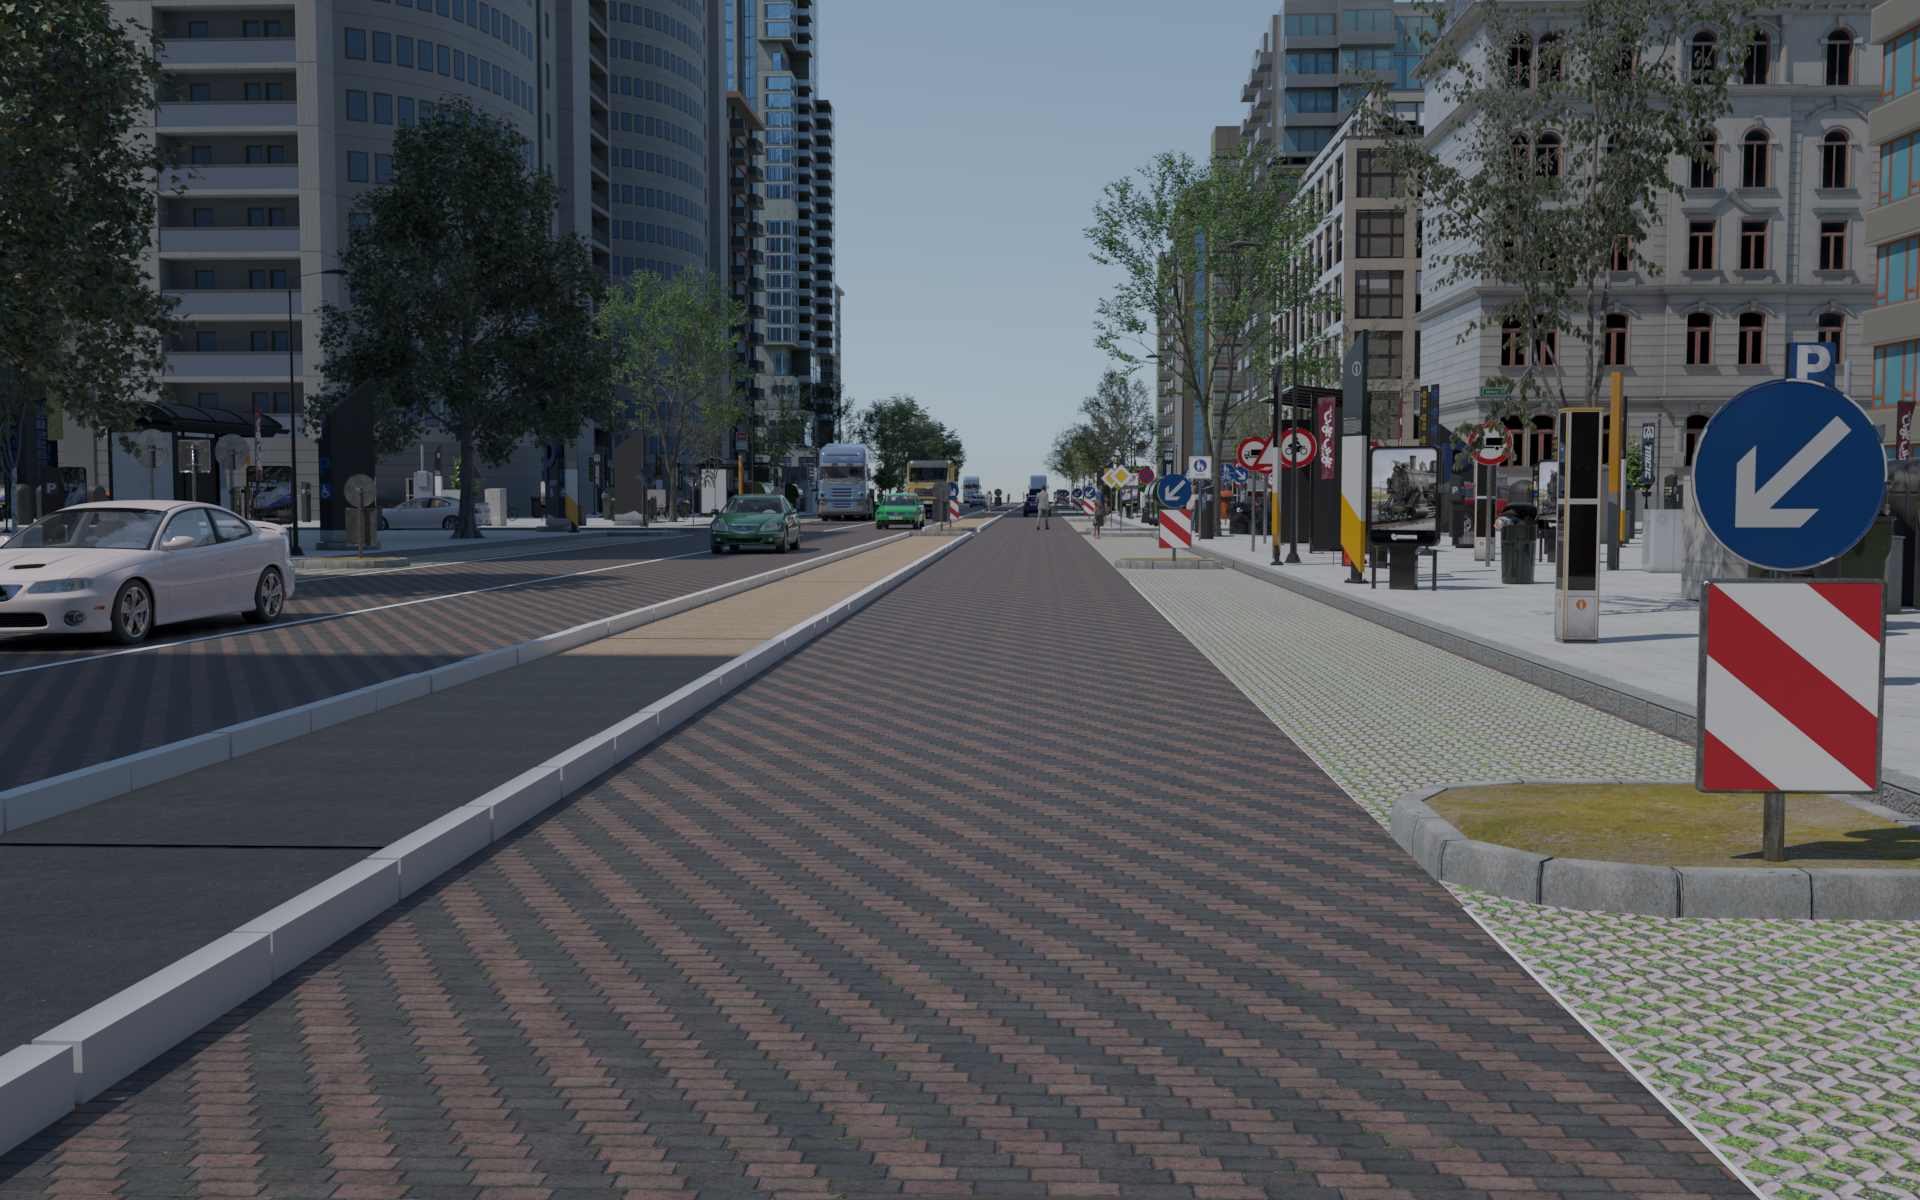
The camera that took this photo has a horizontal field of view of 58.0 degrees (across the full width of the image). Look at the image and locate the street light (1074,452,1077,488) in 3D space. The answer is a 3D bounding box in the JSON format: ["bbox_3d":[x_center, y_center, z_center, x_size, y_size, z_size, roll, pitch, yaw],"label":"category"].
[{"bbox_3d":[11.844,-11.795,165.389,1.470,5.913,1.316,0,4,3],"label":"street light"}]

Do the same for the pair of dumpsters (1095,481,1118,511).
[{"bbox_3d":[11.066,-7.842,130.706,1.574,2.255,4.437,0,4,3],"label":"pair of dumpsters"}]

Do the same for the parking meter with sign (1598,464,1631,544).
[{"bbox_3d":[16.277,-2.945,44.404,1.738,3.016,0.543,0,4,-4],"label":"parking meter with sign"}]

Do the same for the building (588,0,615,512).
[{"bbox_3d":[-35.134,-42.244,128.935,20.563,71.187,20.611,0,4,3],"label":"building"}]

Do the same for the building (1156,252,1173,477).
[{"bbox_3d":[40.099,-37.246,292.565,14.154,41.232,14.086,0,4,3],"label":"building"}]

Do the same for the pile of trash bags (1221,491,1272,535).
[{"bbox_3d":[9.311,-2.801,55.552,1.912,1.369,3.447,-2,4,-27],"label":"pile of trash bags"}]

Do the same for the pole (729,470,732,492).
[{"bbox_3d":[-17.461,-8.450,131.995,0.158,3.312,0.155,0,3,0],"label":"pole"}]

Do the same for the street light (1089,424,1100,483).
[{"bbox_3d":[9.454,-8.717,115.061,1.470,5.913,1.316,0,4,3],"label":"street light"}]

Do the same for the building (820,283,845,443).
[{"bbox_3d":[-32.537,-36.311,285.562,32.217,40.220,23.993,0,4,3],"label":"building"}]

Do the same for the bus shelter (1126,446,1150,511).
[{"bbox_3d":[13.243,-9.475,132.556,2.179,5.291,8.768,0,4,3],"label":"bus shelter"}]

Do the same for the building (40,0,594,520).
[{"bbox_3d":[-34.758,-33.940,96.920,21.231,58.520,28.212,0,4,3],"label":"building"}]

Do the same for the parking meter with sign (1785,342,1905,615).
[{"bbox_3d":[9.810,-1.400,19.148,0.543,3.016,1.738,0,4,-3],"label":"parking meter with sign"}]

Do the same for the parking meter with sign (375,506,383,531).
[{"bbox_3d":[-20.874,-3.892,59.892,0.543,3.016,1.738,3,5,42],"label":"parking meter with sign"}]

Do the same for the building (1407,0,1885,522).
[{"bbox_3d":[35.292,-18.213,85.178,23.554,28.519,14.401,0,4,3],"label":"building"}]

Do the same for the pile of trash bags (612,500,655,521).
[{"bbox_3d":[-15.528,-4.393,81.585,1.912,1.369,3.447,0,4,4],"label":"pile of trash bags"}]

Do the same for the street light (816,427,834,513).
[{"bbox_3d":[-9.404,-9.022,120.043,1.470,5.913,1.316,0,4,3],"label":"street light"}]

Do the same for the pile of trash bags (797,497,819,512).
[{"bbox_3d":[-11.142,-6.994,124.107,1.912,1.369,3.447,1,4,18],"label":"pile of trash bags"}]

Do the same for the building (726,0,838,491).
[{"bbox_3d":[-29.059,-57.704,256.124,22.319,86.520,31.000,0,4,3],"label":"building"}]

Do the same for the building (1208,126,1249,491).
[{"bbox_3d":[34.975,-31.290,195.179,14.154,41.232,14.086,0,4,3],"label":"building"}]

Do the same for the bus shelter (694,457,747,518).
[{"bbox_3d":[-13.307,-6.279,96.592,2.014,3.302,5.546,0,4,3],"label":"bus shelter"}]

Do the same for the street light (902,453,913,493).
[{"bbox_3d":[-5.954,-13.642,195.581,1.470,5.913,1.316,0,4,3],"label":"street light"}]

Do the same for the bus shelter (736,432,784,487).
[{"bbox_3d":[-13.299,-8.393,114.851,2.179,5.291,8.768,0,4,3],"label":"bus shelter"}]

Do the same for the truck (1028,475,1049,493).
[{"bbox_3d":[10.959,-15.418,241.850,2.967,4.110,18.799,0,4,3],"label":"truck"}]

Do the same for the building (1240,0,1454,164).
[{"bbox_3d":[39.791,-33.800,172.242,23.786,49.044,30.456,0,4,3],"label":"building"}]

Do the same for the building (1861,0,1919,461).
[{"bbox_3d":[35.965,-11.219,28.468,27.650,21.520,28.899,0,4,3],"label":"building"}]

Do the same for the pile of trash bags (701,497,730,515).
[{"bbox_3d":[-14.745,-5.789,104.397,1.912,1.369,3.447,-1,4,-21],"label":"pile of trash bags"}]

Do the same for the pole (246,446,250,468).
[{"bbox_3d":[-29.969,-4.839,72.964,0.158,3.312,0.155,0,3,0],"label":"pole"}]

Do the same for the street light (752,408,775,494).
[{"bbox_3d":[-10.634,-7.389,93.354,1.470,5.913,1.316,0,4,3],"label":"street light"}]

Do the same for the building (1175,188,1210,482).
[{"bbox_3d":[38.253,-36.518,247.172,14.600,45.320,14.200,0,4,3],"label":"building"}]

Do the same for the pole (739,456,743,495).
[{"bbox_3d":[-11.659,-6.014,92.167,0.158,3.312,0.155,0,3,0],"label":"pole"}]

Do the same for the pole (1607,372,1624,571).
[{"bbox_3d":[10.984,-2.152,29.033,0.158,3.312,0.155,0,3,0],"label":"pole"}]

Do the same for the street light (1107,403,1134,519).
[{"bbox_3d":[8.235,-7.104,88.691,1.470,5.913,1.316,0,4,3],"label":"street light"}]

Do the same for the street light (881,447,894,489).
[{"bbox_3d":[-7.145,-12.058,169.692,1.470,5.913,1.316,0,4,3],"label":"street light"}]

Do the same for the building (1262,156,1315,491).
[{"bbox_3d":[33.228,-23.179,150.680,14.160,30.474,14.107,0,4,3],"label":"building"}]

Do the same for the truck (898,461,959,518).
[{"bbox_3d":[-1.624,-6.504,102.256,3.469,3.379,9.791,0,4,3],"label":"truck"}]

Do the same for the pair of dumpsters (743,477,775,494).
[{"bbox_3d":[-11.363,-5.809,97.468,1.574,2.255,4.437,0,4,3],"label":"pair of dumpsters"}]

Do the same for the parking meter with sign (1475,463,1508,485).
[{"bbox_3d":[21.284,-4.419,68.512,1.738,3.016,0.543,1,4,11],"label":"parking meter with sign"}]

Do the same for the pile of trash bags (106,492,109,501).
[{"bbox_3d":[-69.382,-8.144,142.912,1.912,1.369,3.447,3,5,41],"label":"pile of trash bags"}]

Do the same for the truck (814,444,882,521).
[{"bbox_3d":[-5.955,-6.633,98.215,2.967,4.110,18.799,0,4,1],"label":"truck"}]

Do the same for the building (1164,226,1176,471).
[{"bbox_3d":[43.631,-39.743,269.413,23.786,49.044,30.456,0,4,3],"label":"building"}]

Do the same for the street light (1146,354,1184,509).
[{"bbox_3d":[6.880,-5.211,57.737,1.470,5.913,1.316,0,4,3],"label":"street light"}]

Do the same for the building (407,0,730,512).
[{"bbox_3d":[-33.973,-37.597,156.706,21.231,58.520,28.212,0,4,3],"label":"building"}]

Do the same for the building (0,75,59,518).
[{"bbox_3d":[-65.563,-47.692,92.435,31.000,86.520,22.319,0,4,3],"label":"building"}]

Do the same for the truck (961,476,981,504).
[{"bbox_3d":[2.175,-16.814,264.670,2.967,4.110,18.799,0,4,4],"label":"truck"}]

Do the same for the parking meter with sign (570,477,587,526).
[{"bbox_3d":[-15.611,-4.463,69.223,0.543,3.016,1.738,2,4,24],"label":"parking meter with sign"}]

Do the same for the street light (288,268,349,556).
[{"bbox_3d":[-13.276,-3.871,35.828,1.470,5.913,1.316,0,4,3],"label":"street light"}]

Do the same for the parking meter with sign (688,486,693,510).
[{"bbox_3d":[-21.892,-8.924,142.169,0.543,3.016,1.738,0,4,7],"label":"parking meter with sign"}]

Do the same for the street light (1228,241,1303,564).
[{"bbox_3d":[5.630,-3.634,31.952,1.470,5.913,1.316,0,4,3],"label":"street light"}]

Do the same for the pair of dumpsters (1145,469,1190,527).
[{"bbox_3d":[8.202,-4.025,68.308,1.574,2.255,4.437,0,4,3],"label":"pair of dumpsters"}]

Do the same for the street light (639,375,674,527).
[{"bbox_3d":[-11.827,-5.812,67.566,1.470,5.913,1.316,0,4,3],"label":"street light"}]

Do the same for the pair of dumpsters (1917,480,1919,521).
[{"bbox_3d":[7.852,-0.506,10.770,1.574,2.255,4.437,0,4,3],"label":"pair of dumpsters"}]

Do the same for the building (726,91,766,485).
[{"bbox_3d":[-33.009,-32.491,185.846,22.147,44.769,28.867,0,4,3],"label":"building"}]

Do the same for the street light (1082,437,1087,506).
[{"bbox_3d":[10.624,-10.294,140.849,1.470,5.913,1.316,0,4,3],"label":"street light"}]

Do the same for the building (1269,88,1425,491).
[{"bbox_3d":[34.022,-19.504,123.401,19.350,26.468,34.151,0,4,3],"label":"building"}]

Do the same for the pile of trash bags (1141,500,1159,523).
[{"bbox_3d":[9.616,-4.076,76.403,3.447,1.369,1.912,1,4,15],"label":"pile of trash bags"}]
